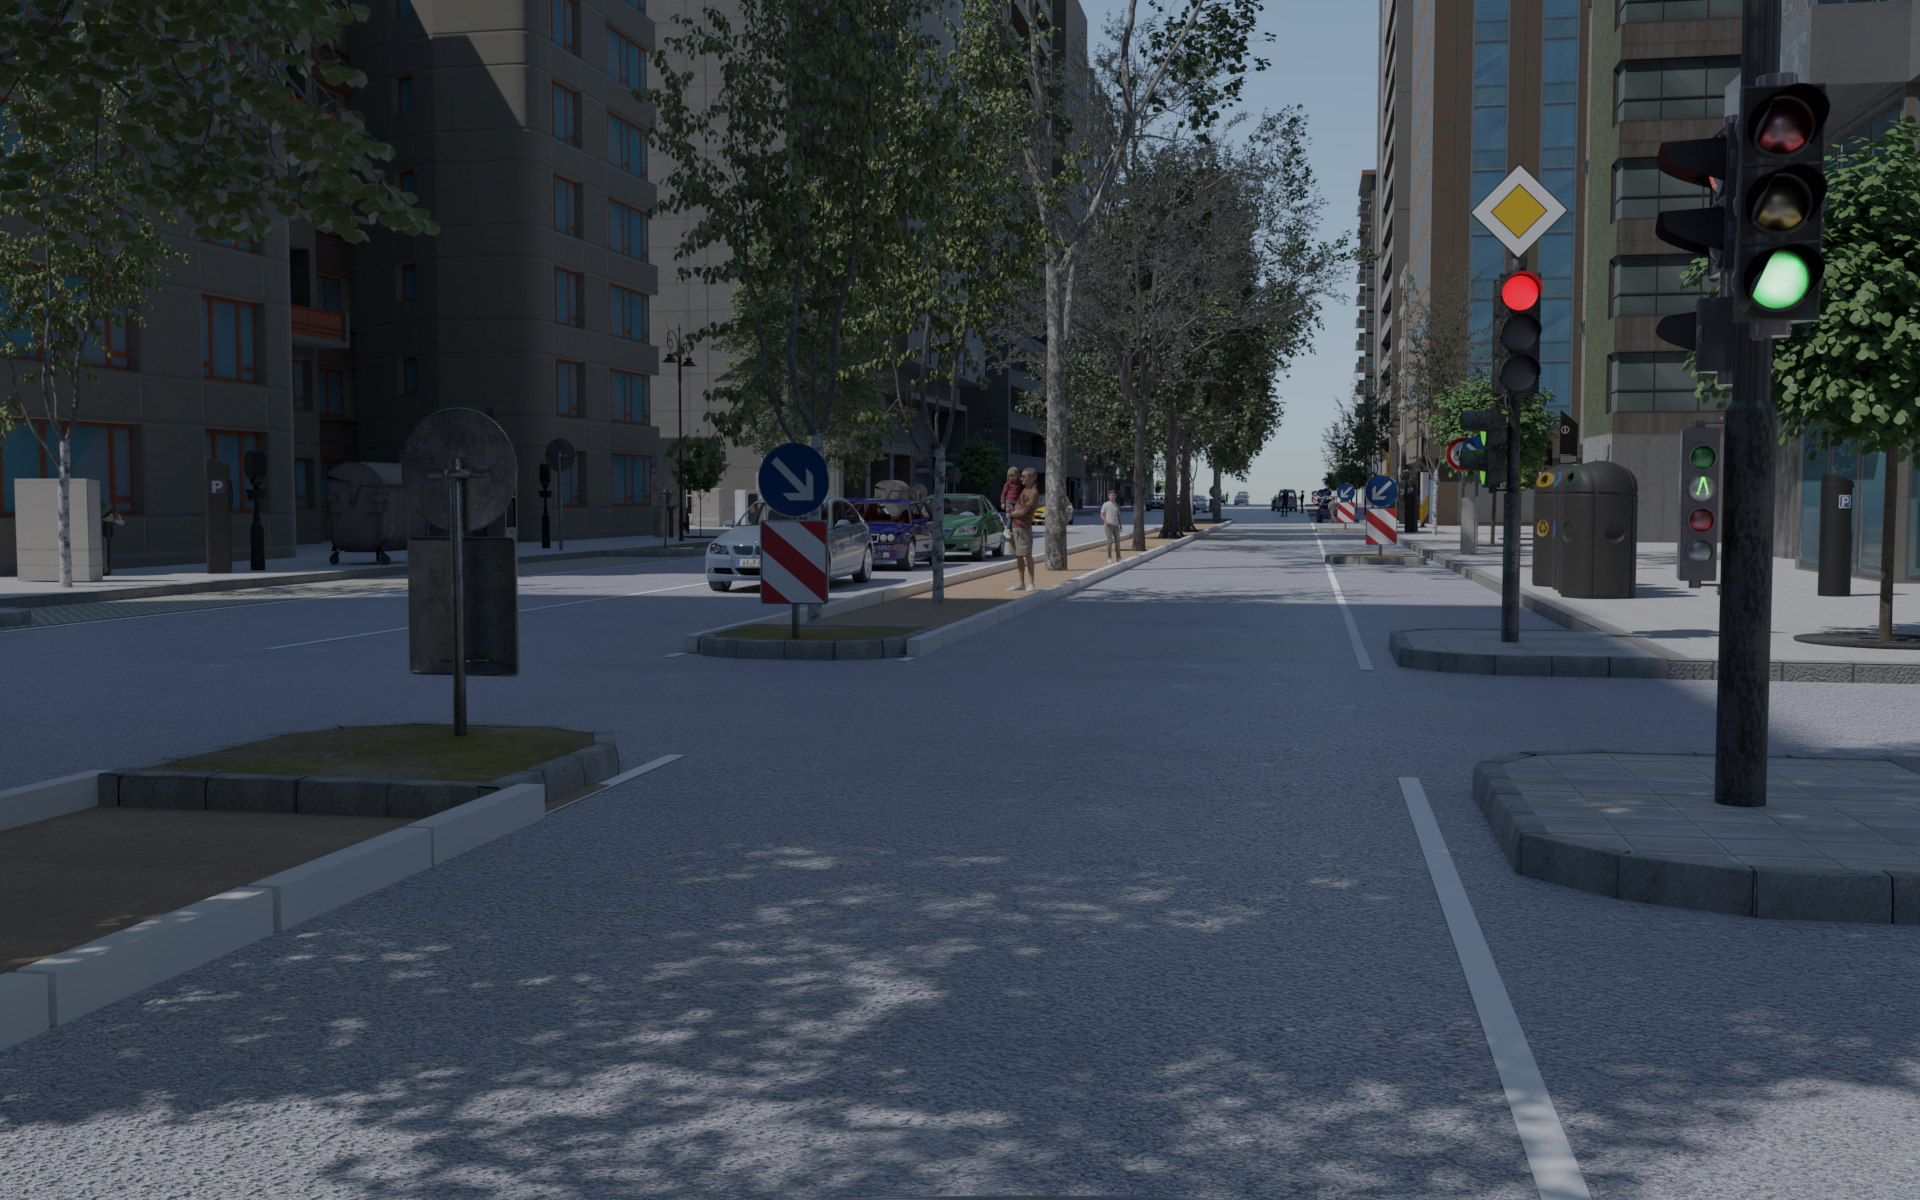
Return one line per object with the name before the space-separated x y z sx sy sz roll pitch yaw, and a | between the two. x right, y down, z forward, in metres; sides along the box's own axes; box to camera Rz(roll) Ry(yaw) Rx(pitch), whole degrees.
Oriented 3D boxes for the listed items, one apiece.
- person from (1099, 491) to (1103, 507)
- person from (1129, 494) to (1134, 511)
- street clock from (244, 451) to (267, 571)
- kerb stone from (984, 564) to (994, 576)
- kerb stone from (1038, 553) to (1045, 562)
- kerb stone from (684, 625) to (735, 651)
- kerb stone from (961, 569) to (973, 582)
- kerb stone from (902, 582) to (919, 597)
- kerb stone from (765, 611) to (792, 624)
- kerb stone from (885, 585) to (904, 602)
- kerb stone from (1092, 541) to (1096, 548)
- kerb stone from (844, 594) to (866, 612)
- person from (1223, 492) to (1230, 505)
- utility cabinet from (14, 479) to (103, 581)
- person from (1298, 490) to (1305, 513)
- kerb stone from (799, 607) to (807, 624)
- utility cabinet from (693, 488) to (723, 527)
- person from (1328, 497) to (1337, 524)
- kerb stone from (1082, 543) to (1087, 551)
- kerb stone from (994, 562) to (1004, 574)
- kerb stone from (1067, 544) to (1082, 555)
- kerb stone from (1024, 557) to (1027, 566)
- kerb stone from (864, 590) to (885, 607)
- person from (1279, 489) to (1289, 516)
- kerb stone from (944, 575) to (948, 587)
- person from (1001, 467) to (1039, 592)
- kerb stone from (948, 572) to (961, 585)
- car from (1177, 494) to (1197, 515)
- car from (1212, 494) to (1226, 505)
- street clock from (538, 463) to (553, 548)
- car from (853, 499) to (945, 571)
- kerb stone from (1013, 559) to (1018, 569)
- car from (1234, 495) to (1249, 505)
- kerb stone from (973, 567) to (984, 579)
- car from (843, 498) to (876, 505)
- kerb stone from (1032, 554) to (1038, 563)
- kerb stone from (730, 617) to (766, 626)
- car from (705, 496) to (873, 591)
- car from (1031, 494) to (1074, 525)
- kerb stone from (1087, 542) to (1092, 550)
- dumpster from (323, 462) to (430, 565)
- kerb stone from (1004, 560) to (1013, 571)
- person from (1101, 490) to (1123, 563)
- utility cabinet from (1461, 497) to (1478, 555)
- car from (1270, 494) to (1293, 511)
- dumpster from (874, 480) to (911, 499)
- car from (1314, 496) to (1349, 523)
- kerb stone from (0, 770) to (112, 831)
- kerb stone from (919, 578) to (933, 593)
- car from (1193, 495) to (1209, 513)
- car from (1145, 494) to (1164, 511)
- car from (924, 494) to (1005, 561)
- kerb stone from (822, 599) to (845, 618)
person | 14.171 -10.051 173.761 0.530 1.710 0.541 1 4 11
person | 14.885 -8.408 149.234 1.065 1.426 0.557 1 4 10
street clock | -11.799 -1.497 29.050 0.358 2.002 0.471 -3 4 -39
kerb stone | 0.412 -0.494 30.274 0.120 0.150 1.000 1 4 11
kerb stone | 1.605 -0.861 36.311 0.120 0.150 1.000 1 4 11
kerb stone | -2.351 0.368 16.211 0.120 0.150 1.000 1 4 11
kerb stone | 0.015 -0.371 28.267 0.120 0.150 1.000 1 4 11
kerb stone | -0.771 -0.125 24.246 0.120 0.150 1.000 1 4 11
kerb stone | -1.961 0.245 18.217 0.120 0.150 1.000 1 4 11
kerb stone | -0.961 -0.064 23.235 0.120 0.150 1.000 1 4 11
kerb stone | 3.389 -1.414 45.353 0.120 0.150 1.000 1 4 11
kerb stone | -1.371 0.065 21.229 0.120 0.150 1.000 1 4 11
person | 34.404 -13.102 223.534 1.217 1.723 0.721 -3 4 -37
utility cabinet | -13.146 -1.015 25.279 1.173 1.500 0.318 1 4 10
person | 25.528 -7.359 129.637 0.721 1.723 1.217 0 4 -5
kerb stone | -1.763 0.182 19.222 0.120 0.150 1.000 1 4 11
utility cabinet | -9.813 -3.594 67.446 1.173 1.500 0.318 2 4 24
person | 17.947 -4.323 83.454 0.475 1.303 0.640 -2 4 -33
kerb stone | 2.992 -1.294 43.348 0.120 0.150 1.000 1 4 11
kerb stone | 0.613 -0.555 31.276 0.120 0.150 1.000 1 4 11
kerb stone | 2.793 -1.232 42.344 0.120 0.150 1.000 1 4 11
kerb stone | 1.211 -0.740 34.294 0.120 0.150 1.000 1 4 11
kerb stone | -1.172 -0.002 22.231 0.120 0.150 1.000 1 4 11
person | 20.729 -6.242 111.009 0.568 1.767 0.683 3 5 44
kerb stone | -0.372 -0.248 26.250 0.120 0.150 1.000 1 4 11
person | 0.891 -1.039 25.459 0.580 1.828 0.573 1 4 11
kerb stone | -0.183 -0.308 27.265 0.120 0.150 1.000 1 4 11
car | 15.539 -6.782 120.667 2.009 1.686 4.222 1 4 9
car | 35.381 -13.850 236.226 2.009 1.686 4.222 1 4 10
street clock | -9.790 -2.223 40.910 0.358 2.002 0.471 0 4 -8
car | -1.469 -1.292 33.712 1.945 1.354 3.894 1 4 12
kerb stone | 1.009 -0.678 33.292 0.120 0.150 1.000 1 4 11
car | 36.802 -13.083 226.271 2.083 1.381 4.827 1 4 12
kerb stone | 0.220 -0.433 29.269 0.120 0.150 1.000 1 4 11
car | -2.925 -1.955 44.548 1.945 1.354 3.894 1 4 11
kerb stone | 1.403 -0.799 35.301 0.120 0.150 1.000 1 4 11
kerb stone | -2.161 0.305 17.215 0.120 0.150 1.000 1 4 11
car | -2.554 -0.916 26.977 2.014 1.417 4.499 1 4 10
car | 4.241 -4.270 80.044 2.015 1.641 3.980 1 4 10
kerb stone | 3.192 -1.355 44.350 0.120 0.150 1.000 1 4 11
dumpster | -10.719 -1.600 31.922 1.264 1.857 1.865 1 4 11
kerb stone | 0.807 -0.616 32.281 0.120 0.150 1.000 1 4 11
person | 3.190 -1.519 35.929 0.523 1.515 0.503 2 4 34
utility cabinet | 10.877 -1.581 37.014 0.306 1.237 1.020 1 4 19
car | 27.479 -8.305 147.790 2.014 1.417 4.499 1 4 12
dumpster | -2.833 -4.064 72.199 1.264 1.857 1.865 1 4 11
car | 18.760 -4.537 86.764 1.945 1.354 3.894 1 4 10
kerb stone | -4.063 0.895 7.565 0.120 0.150 1.000 1 4 11
kerb stone | -0.578 -0.186 25.249 0.120 0.150 1.000 1 4 11
car | 18.173 -7.411 133.529 2.083 1.381 4.827 1 4 13
car | 16.491 -8.268 144.968 2.009 1.686 4.222 1 4 10
car | -0.125 -1.634 38.515 2.131 1.459 4.920 1 4 10
kerb stone | -1.557 0.125 20.224 0.120 0.150 1.000 1 4 11
